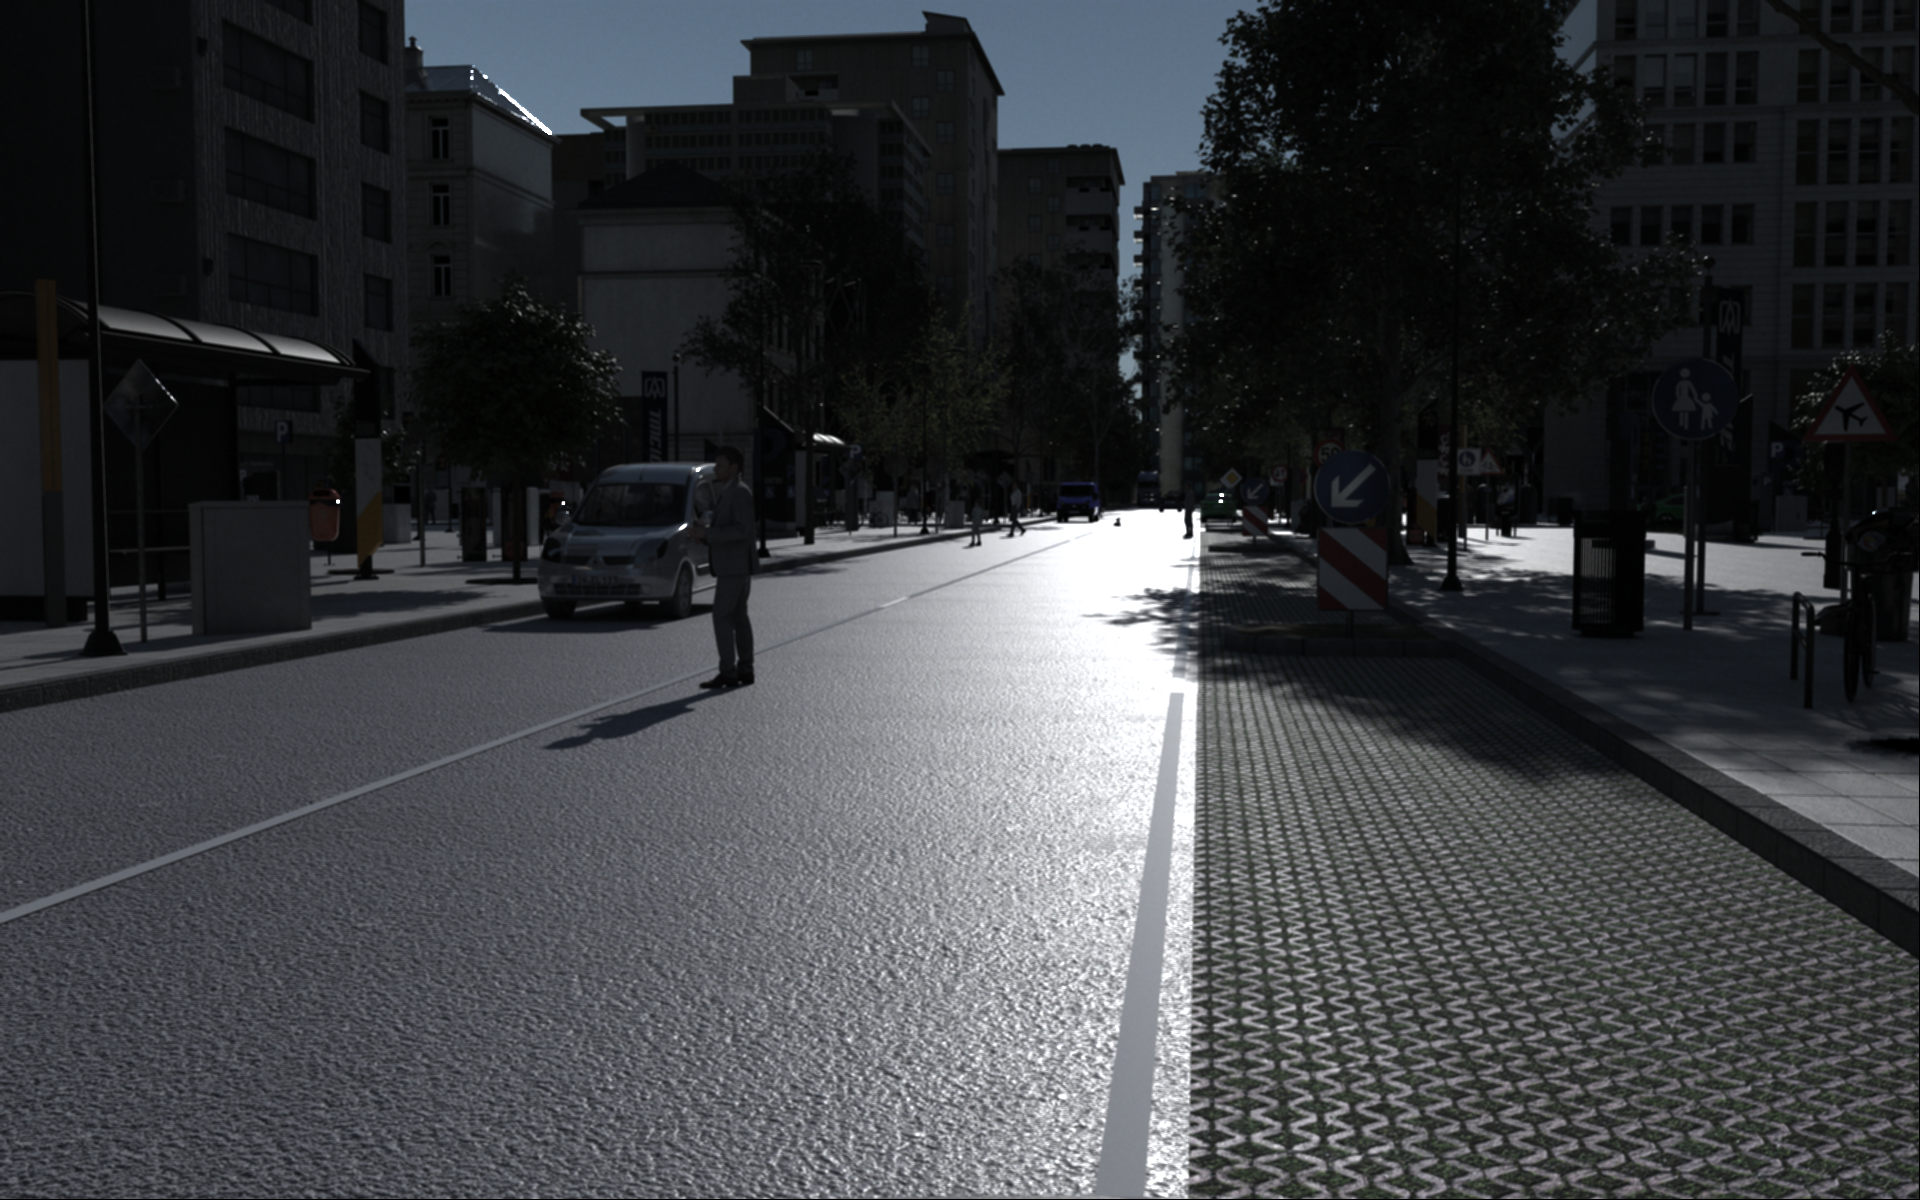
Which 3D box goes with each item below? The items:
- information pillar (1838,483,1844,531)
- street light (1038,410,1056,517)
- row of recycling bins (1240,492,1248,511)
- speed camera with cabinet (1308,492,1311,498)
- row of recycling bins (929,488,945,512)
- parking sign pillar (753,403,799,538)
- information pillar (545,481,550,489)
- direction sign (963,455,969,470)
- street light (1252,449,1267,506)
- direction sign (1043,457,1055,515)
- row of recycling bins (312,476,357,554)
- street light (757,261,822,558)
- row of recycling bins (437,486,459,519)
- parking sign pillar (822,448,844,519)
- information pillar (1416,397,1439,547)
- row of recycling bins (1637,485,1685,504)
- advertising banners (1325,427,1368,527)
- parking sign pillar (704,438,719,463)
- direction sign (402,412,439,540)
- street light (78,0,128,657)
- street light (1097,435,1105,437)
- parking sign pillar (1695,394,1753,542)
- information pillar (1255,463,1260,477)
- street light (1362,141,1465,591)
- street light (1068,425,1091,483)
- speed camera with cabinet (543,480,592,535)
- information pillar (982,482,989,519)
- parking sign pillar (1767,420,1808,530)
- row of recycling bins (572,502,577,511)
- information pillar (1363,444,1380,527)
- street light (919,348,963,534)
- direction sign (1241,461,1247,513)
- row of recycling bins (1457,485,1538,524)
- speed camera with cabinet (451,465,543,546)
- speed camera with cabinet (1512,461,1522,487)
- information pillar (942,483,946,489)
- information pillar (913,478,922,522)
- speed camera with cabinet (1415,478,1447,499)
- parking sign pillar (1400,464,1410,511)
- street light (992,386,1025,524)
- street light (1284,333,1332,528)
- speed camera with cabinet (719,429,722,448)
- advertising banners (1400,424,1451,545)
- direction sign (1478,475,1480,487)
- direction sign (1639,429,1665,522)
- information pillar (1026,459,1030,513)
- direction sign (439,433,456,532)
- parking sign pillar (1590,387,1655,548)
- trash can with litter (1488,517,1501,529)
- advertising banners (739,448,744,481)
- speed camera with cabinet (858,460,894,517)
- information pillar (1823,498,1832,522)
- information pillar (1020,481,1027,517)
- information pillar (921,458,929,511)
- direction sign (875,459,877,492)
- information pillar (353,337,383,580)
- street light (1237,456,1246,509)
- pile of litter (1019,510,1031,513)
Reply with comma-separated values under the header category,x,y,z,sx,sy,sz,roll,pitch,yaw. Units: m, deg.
category,x,y,z,sx,sy,sz,roll,pitch,yaw
information pillar,30.769,-3.413,60.290,0.304,2.012,0.304,1,4,12
street light,5.006,-7.503,95.211,1.470,5.913,1.316,0,4,8
row of recycling bins,23.017,-7.911,136.458,1.069,1.692,3.534,2,4,29
speed camera with cabinet,30.518,-9.305,146.470,2.038,3.252,0.660,-1,4,-15
row of recycling bins,-1.810,-7.132,123.716,1.069,1.692,3.534,-2,4,-33
parking sign pillar,-5.466,-3.816,50.867,1.447,3.967,1.447,2,4,34
information pillar,-22.427,-5.506,94.514,0.304,2.012,0.304,1,4,17
direction sign,0.632,-6.640,100.554,0.876,3.537,0.379,1,4,13
street light,11.756,-5.641,64.779,1.470,5.913,1.316,0,4,8
direction sign,5.450,-6.967,105.903,0.876,3.537,0.379,3,5,41
row of recycling bins,-13.754,-1.931,38.677,1.069,1.692,3.534,-2,4,-28
street light,-3.439,-3.800,34.672,1.470,5.913,1.316,0,4,8
row of recycling bins,-26.018,-5.102,90.534,1.069,1.692,3.534,1,4,22
parking sign pillar,-6.402,-5.872,84.473,1.447,3.967,1.447,0,4,7
information pillar,11.283,-3.083,41.767,0.504,3.616,0.183,2,4,28
row of recycling bins,30.776,-4.268,76.887,3.534,1.692,1.069,-1,4,-21
advertising banners,10.478,-2.985,44.993,2.074,3.025,0.090,2,4,29
parking sign pillar,-11.554,-5.778,82.936,1.447,3.967,1.447,-1,4,-17
direction sign,-15.021,-3.423,47.968,0.379,3.537,0.876,3,5,40
street light,-6.292,-2.508,13.541,1.470,5.913,1.316,0,4,8
street light,10.802,-10.074,137.245,1.470,5.913,1.316,0,4,8
parking sign pillar,20.711,-3.578,46.966,1.447,3.967,1.447,0,4,7
information pillar,20.178,-7.739,117.893,0.504,3.616,0.183,-1,4,-16
street light,5.989,-3.079,22.889,1.470,5.913,1.316,0,4,8
street light,7.804,-8.768,115.890,1.470,5.913,1.316,0,4,8
speed camera with cabinet,-12.324,-3.685,54.579,2.038,3.252,0.660,1,4,12
information pillar,1.279,-5.075,87.473,0.304,2.012,0.304,-2,4,-25
parking sign pillar,29.876,-4.529,62.522,1.447,3.967,1.447,1,4,16
row of recycling bins,-12.209,-3.161,58.801,1.069,1.692,3.534,-3,5,-41
information pillar,10.262,-3.151,42.875,0.504,3.616,0.183,0,4,-2
street light,-0.600,-5.064,55.345,1.470,5.913,1.316,0,4,8
direction sign,19.549,-7.772,119.066,0.379,3.537,0.876,2,4,28
row of recycling bins,23.103,-4.141,74.824,3.534,1.692,1.069,0,4,1
speed camera with cabinet,-11.486,-2.964,42.796,2.038,3.252,0.660,1,4,10
speed camera with cabinet,33.123,-6.679,103.543,0.660,3.252,2.038,2,4,27
information pillar,-1.514,-8.882,149.715,0.304,2.012,0.304,1,4,22
information pillar,-1.946,-4.580,79.380,0.304,2.012,0.304,-1,4,-22
speed camera with cabinet,25.727,-6.101,94.090,0.660,3.252,2.038,-3,4,-38
parking sign pillar,33.549,-8.760,131.690,1.447,3.967,1.447,-1,4,-18
street light,2.110,-6.238,74.533,1.470,5.913,1.316,0,4,8
street light,8.770,-4.352,43.691,1.470,5.913,1.316,0,4,8
speed camera with cabinet,-7.872,-3.589,53.011,0.660,3.252,2.038,-3,5,-42
advertising banners,11.434,-2.893,43.493,2.074,3.025,0.090,0,4,-6
direction sign,29.993,-6.613,100.123,0.379,3.537,0.876,1,4,13
direction sign,24.129,-4.188,60.463,0.876,3.537,0.379,0,4,-3
information pillar,4.497,-7.534,114.530,0.183,3.616,0.504,-2,4,-27
direction sign,-17.085,-4.034,57.948,0.876,3.537,0.379,0,4,-7
parking sign pillar,15.886,-3.238,41.409,1.447,3.967,1.447,2,4,31
trash can with litter,19.830,-3.207,63.816,0.624,1.170,1.055,-1,4,-16
advertising banners,-8.888,-4.332,67.017,0.090,3.025,2.074,-3,4,-38
speed camera with cabinet,-4.618,-6.225,96.120,2.038,3.252,0.660,-1,4,-23
information pillar,39.485,-4.542,78.760,0.304,2.012,0.304,3,4,36
information pillar,3.522,-5.613,96.267,0.304,2.012,0.304,3,5,43
information pillar,-2.312,-7.499,113.969,0.504,3.616,0.183,0,4,0
direction sign,-4.738,-6.475,97.861,0.379,3.537,0.876,-1,4,-10
information pillar,-8.849,-2.111,25.875,0.504,3.616,0.183,2,4,31
street light,14.424,-6.862,84.733,1.470,5.913,1.316,0,4,8
pile of litter,4.243,-6.297,116.925,1.176,0.858,1.719,-3,5,-43
